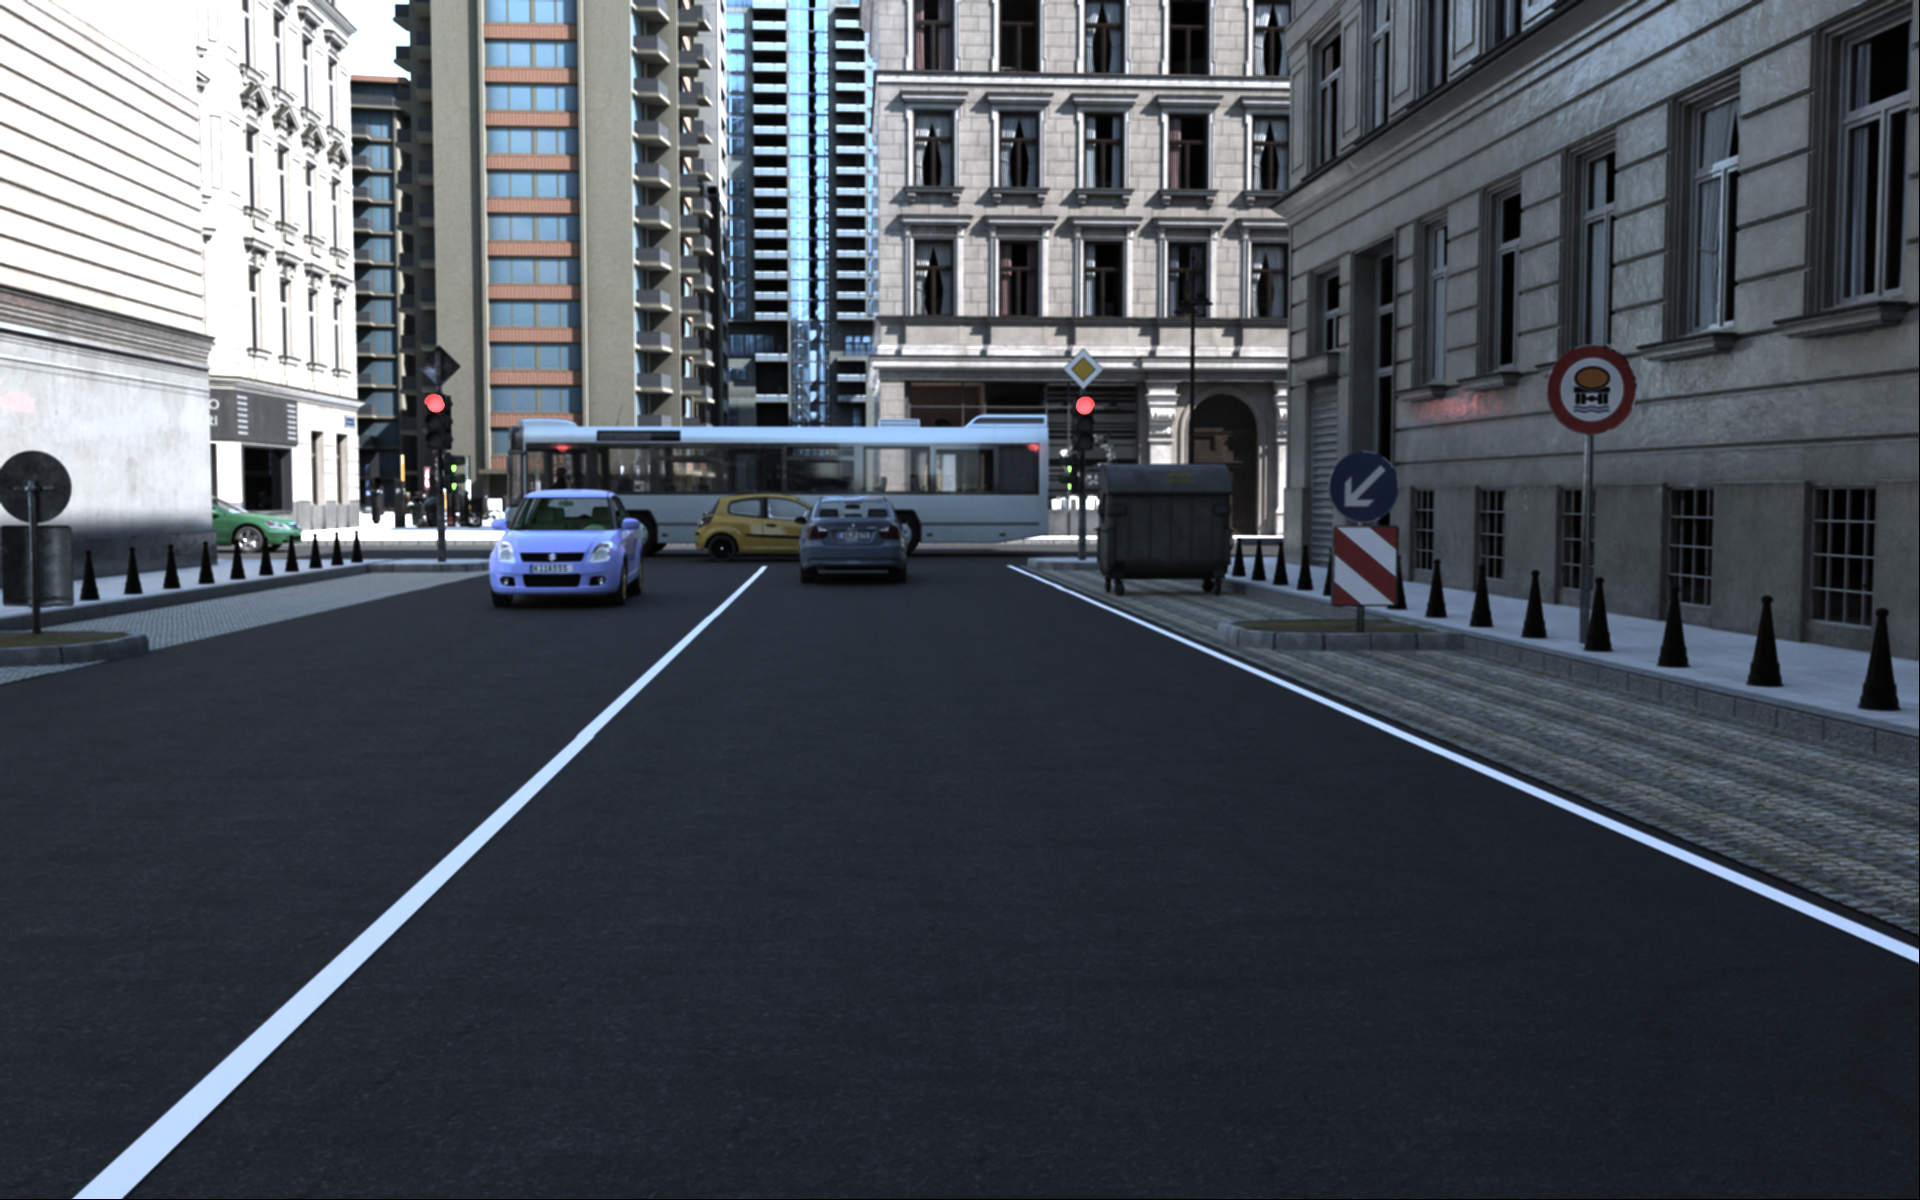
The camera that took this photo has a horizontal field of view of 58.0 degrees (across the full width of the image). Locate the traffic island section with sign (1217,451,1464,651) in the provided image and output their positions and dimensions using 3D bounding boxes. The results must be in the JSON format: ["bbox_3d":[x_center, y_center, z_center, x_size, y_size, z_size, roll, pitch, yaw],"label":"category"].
[{"bbox_3d":[3.558,-0.494,16.706,1.989,1.847,2.006,0,4,-4],"label":"traffic island section with sign"}]

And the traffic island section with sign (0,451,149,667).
[{"bbox_3d":[-8.326,-0.399,15.152,1.989,1.847,2.006,0,4,-4],"label":"traffic island section with sign"}]

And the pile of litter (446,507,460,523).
[{"bbox_3d":[-22.787,-3.941,78.403,1.176,0.858,1.719,-1,4,-18],"label":"pile of litter"}]

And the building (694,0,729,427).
[{"bbox_3d":[-38.318,-38.898,177.976,28.212,58.520,21.231,0,4,-4],"label":"building"}]

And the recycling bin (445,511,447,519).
[{"bbox_3d":[-25.325,-4.381,84.189,0.722,1.027,0.722,0,4,2],"label":"recycling bin"}]

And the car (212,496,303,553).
[{"bbox_3d":[-18.847,-1.900,42.861,4.920,1.459,2.131,0,4,-6],"label":"car"}]

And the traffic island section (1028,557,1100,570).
[{"bbox_3d":[2.402,-0.700,33.731,2.009,0.180,2.903,0,4,-4],"label":"traffic island section"}]

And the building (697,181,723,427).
[{"bbox_3d":[-28.872,-23.472,155.461,14.160,30.474,14.107,0,4,-4],"label":"building"}]

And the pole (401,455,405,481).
[{"bbox_3d":[-28.870,-5.866,89.758,0.158,3.312,0.155,0,3,0],"label":"pole"}]

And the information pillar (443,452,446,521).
[{"bbox_3d":[-24.547,-5.562,82.288,0.183,3.616,0.504,-2,4,-31],"label":"information pillar"}]

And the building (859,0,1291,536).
[{"bbox_3d":[-1.430,-12.538,55.907,40.483,20.767,10.553,0,4,-4],"label":"building"}]

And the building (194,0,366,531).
[{"bbox_3d":[-43.880,-17.118,56.300,44.131,29.872,17.030,0,4,-4],"label":"building"}]

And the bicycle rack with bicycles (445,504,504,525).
[{"bbox_3d":[-20.565,-3.649,73.051,2.925,0.926,2.852,1,4,19],"label":"bicycle rack with bicycles"}]

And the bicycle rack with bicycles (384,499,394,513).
[{"bbox_3d":[-37.414,-6.358,117.333,2.925,0.926,2.852,3,5,40],"label":"bicycle rack with bicycles"}]

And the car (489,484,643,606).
[{"bbox_3d":[-5.251,-0.840,23.332,1.945,1.707,3.694,0,4,-6],"label":"car"}]

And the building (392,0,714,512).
[{"bbox_3d":[-30.717,-29.283,133.404,22.147,44.769,28.867,0,4,-4],"label":"building"}]

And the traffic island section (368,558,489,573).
[{"bbox_3d":[-9.862,-0.650,32.905,2.009,0.180,2.903,0,4,-4],"label":"traffic island section"}]

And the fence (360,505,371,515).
[{"bbox_3d":[-32.127,-4.673,91.771,2.069,0.683,0.278,-2,4,-34],"label":"fence"}]

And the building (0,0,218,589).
[{"bbox_3d":[-22.106,-10.794,25.640,18.267,20.994,9.793,0,4,-4],"label":"building"}]

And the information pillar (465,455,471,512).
[{"bbox_3d":[-29.203,-6.818,102.832,0.183,3.616,0.504,-3,5,-40],"label":"information pillar"}]

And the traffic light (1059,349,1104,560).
[{"bbox_3d":[2.361,-2.734,33.614,0.839,4.253,0.868,0,4,-4],"label":"traffic light"}]

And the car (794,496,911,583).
[{"bbox_3d":[-1.813,-1.063,29.383,2.014,1.417,4.499,0,4,-4],"label":"car"}]

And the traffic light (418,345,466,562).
[{"bbox_3d":[-9.821,-2.682,32.773,0.839,4.253,0.868,0,4,-4],"label":"traffic light"}]

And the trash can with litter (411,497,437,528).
[{"bbox_3d":[-20.328,-3.359,66.308,0.624,1.170,1.055,1,4,21],"label":"trash can with litter"}]

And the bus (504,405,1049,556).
[{"bbox_3d":[-4.633,-2.794,40.535,13.247,3.499,2.948,0,4,-2],"label":"bus"}]

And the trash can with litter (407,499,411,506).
[{"bbox_3d":[-22.128,-3.624,70.644,0.624,1.170,1.055,0,4,-5],"label":"trash can with litter"}]

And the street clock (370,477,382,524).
[{"bbox_3d":[-24.922,-4.241,73.907,0.358,2.002,0.471,2,4,29],"label":"street clock"}]

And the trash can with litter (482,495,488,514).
[{"bbox_3d":[-30.238,-6.114,111.018,1.678,1.210,2.233,0,4,-3],"label":"trash can with litter"}]

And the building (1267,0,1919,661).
[{"bbox_3d":[14.267,-11.304,18.097,16.112,22.955,30.059,0,4,-4],"label":"building"}]

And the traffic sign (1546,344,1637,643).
[{"bbox_3d":[5.376,-0.901,14.837,0.768,2.556,0.104,0,4,0],"label":"traffic sign"}]

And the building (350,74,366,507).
[{"bbox_3d":[-67.523,-31.903,176.240,28.867,44.769,22.147,0,4,-4],"label":"building"}]

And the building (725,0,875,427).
[{"bbox_3d":[-20.638,-55.415,218.704,31.000,86.520,22.319,0,4,-4],"label":"building"}]

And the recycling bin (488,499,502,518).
[{"bbox_3d":[-25.507,-5.041,94.975,0.722,1.027,0.722,-1,4,-12],"label":"recycling bin"}]

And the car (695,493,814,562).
[{"bbox_3d":[-3.711,-1.661,37.381,3.980,1.641,2.015,0,4,-6],"label":"car"}]
